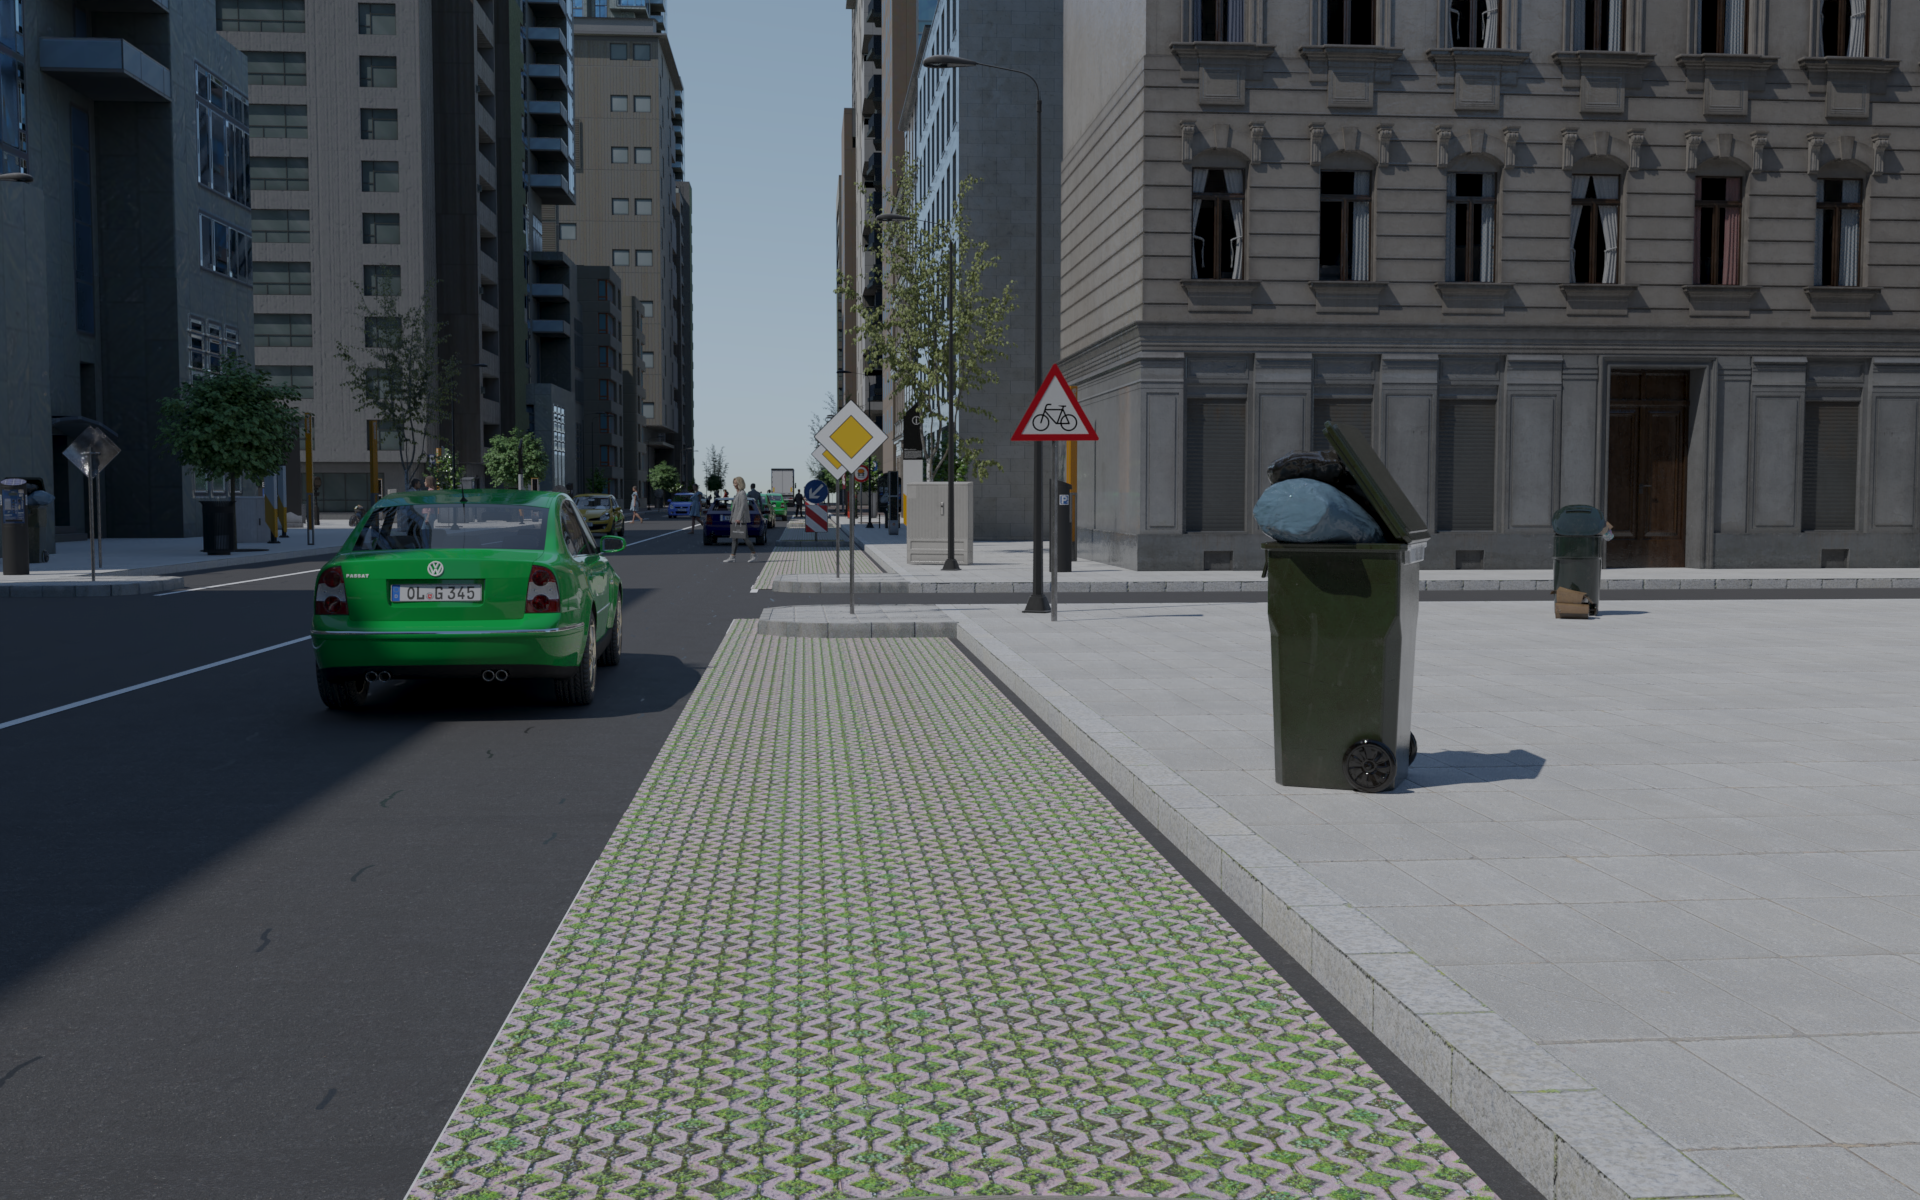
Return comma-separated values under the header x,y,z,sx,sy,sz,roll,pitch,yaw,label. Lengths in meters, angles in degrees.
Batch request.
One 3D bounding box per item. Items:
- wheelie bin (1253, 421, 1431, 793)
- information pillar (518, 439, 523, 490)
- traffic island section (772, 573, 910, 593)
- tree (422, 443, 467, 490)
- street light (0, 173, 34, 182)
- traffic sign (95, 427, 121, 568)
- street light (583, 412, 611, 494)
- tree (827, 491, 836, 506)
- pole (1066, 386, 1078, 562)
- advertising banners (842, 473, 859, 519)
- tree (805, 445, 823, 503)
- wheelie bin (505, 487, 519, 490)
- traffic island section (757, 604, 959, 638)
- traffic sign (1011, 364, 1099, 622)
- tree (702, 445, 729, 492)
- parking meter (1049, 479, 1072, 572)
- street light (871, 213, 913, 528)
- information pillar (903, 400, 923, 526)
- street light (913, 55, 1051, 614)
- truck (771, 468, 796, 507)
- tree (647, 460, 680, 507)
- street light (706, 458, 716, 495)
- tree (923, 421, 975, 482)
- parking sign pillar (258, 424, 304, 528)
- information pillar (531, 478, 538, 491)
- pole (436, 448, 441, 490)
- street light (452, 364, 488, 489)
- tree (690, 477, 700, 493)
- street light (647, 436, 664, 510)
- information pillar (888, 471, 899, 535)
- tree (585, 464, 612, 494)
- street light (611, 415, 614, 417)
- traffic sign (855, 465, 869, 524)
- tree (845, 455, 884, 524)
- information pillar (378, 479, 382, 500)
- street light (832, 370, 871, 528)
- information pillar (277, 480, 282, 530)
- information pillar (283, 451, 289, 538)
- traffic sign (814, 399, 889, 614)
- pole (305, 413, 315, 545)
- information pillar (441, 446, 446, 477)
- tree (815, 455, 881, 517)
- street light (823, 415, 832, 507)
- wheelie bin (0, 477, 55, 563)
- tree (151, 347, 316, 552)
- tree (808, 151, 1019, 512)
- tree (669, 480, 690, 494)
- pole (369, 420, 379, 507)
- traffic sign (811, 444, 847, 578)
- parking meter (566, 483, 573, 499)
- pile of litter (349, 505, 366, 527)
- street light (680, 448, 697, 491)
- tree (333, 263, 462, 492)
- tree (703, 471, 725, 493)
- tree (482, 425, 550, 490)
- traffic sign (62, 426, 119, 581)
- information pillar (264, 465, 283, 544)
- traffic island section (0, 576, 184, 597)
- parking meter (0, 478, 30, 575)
x,y,z,sx,sy,sz,roll,pitch,yaw,label
1.690,0.013,7.698,0.693,1.594,0.980,1,4,23,wheelie bin
-18.566,-5.008,73.239,0.183,3.616,0.504,0,4,-1,information pillar
-1.846,-0.258,26.502,2.009,0.180,2.903,0,4,-5,traffic island section
-19.795,-4.398,66.503,1.663,3.219,1.824,0,3,0,tree
-14.106,-3.219,25.170,1.470,5.913,1.316,0,4,-5,street light
-14.953,-1.766,30.064,0.795,2.450,0.064,0,4,-1,traffic sign
-20.743,-7.673,97.994,1.470,5.913,1.316,0,4,-5,street light
-14.057,-11.959,190.122,1.663,3.219,1.824,0,3,0,tree
2.119,-2.384,32.820,0.158,3.312,0.155,0,3,0,pole
-5.722,-5.727,89.821,0.090,3.025,2.074,-2,4,-27,advertising banners
-20.441,-18.578,254.105,4.360,8.622,3.978,0,3,0,tree
-20.450,-4.368,79.324,0.980,1.594,0.693,0,4,-3,wheelie bin
-1.135,0.228,18.548,2.009,0.180,2.903,0,4,-5,traffic island section
0.948,-1.063,17.382,0.884,2.594,0.081,0,4,0,traffic sign
-35.377,-18.434,251.752,4.737,8.622,4.395,0,3,0,tree
1.652,-1.226,28.457,0.372,1.533,0.369,0,3,0,parking meter
-0.689,-3.447,28.892,1.470,5.913,1.316,0,4,-5,street light
-1.126,-3.105,42.124,0.504,3.616,0.183,0,4,5,information pillar
0.305,-2.814,18.550,1.470,5.913,1.316,0,4,-5,street light
-19.746,-12.515,193.538,2.839,4.237,11.283,0,4,-5,truck
-28.756,-11.265,167.897,4.285,4.588,4.351,0,3,0,tree
-31.792,-15.197,221.012,1.470,5.913,1.316,0,4,-5,street light
-0.298,-3.117,45.564,1.663,3.219,1.824,0,3,0,tree
-25.759,-4.733,65.851,1.447,3.967,1.447,-1,4,-18,parking sign pillar
-19.643,-4.622,80.057,0.304,2.012,0.304,-1,4,-16,information pillar
-23.147,-5.086,77.001,0.158,3.312,0.155,0,3,0,pole
-17.506,-5.457,61.760,1.470,5.913,1.316,0,4,-5,street light
-29.776,-12.178,193.709,1.663,3.219,1.824,0,3,0,tree
-24.332,-10.145,138.417,1.470,5.913,1.316,0,4,-5,street light
-2.097,-3.053,54.411,0.304,2.012,0.304,-1,4,-10,information pillar
-23.129,-7.070,110.191,1.663,3.219,1.824,0,3,0,tree
-20.958,-7.883,101.421,1.470,5.913,1.316,0,4,-5,street light
-4.249,-4.547,74.448,0.768,2.556,0.104,0,4,-2,traffic sign
-3.971,-4.974,75.929,1.663,3.219,1.824,0,3,0,tree
-28.241,-4.874,84.175,0.304,2.012,0.304,-1,4,-22,information pillar
-3.940,-5.663,65.125,1.470,5.913,1.316,0,4,-5,street light
-24.482,-3.531,62.226,0.304,2.012,0.304,-3,5,-40,information pillar
-19.947,-3.644,50.935,0.183,3.616,0.504,-3,5,-40,information pillar
-1.158,-0.907,18.469,0.795,2.450,0.064,0,4,-5,traffic sign
-16.302,-3.032,43.414,0.158,3.312,0.155,0,3,0,pole
-25.176,-5.719,84.868,0.504,3.616,0.183,2,4,24,information pillar
-6.128,-6.991,98.015,4.285,4.588,4.351,0,3,0,tree
-7.385,-8.052,104.198,1.470,5.913,1.316,0,4,-5,street light
-17.328,-1.483,32.156,0.980,1.594,0.693,-1,4,-13,wheelie bin
-16.230,-3.372,38.847,4.285,4.588,4.351,0,3,0,tree
-0.635,-5.316,37.277,4.737,8.622,4.395,0,3,0,tree
-28.115,-10.833,171.724,1.663,3.219,1.824,0,3,0,tree
-16.247,-3.315,48.037,0.158,3.312,0.155,0,3,0,pole
-1.869,-1.393,26.423,0.795,2.450,0.064,0,4,-5,traffic sign
-20.524,-5.222,91.090,0.255,1.863,0.399,1,4,15,parking meter
-23.560,-3.350,68.746,1.176,0.858,1.719,2,4,26,pile of litter
-27.595,-12.361,174.648,1.470,5.913,1.316,0,4,-5,street light
-17.592,-6.395,54.914,4.360,8.622,3.978,0,3,0,tree
-34.110,-15.670,239.925,4.285,4.588,4.351,0,3,0,tree
-21.105,-6.047,82.576,4.285,4.588,4.351,0,3,0,tree
-12.772,-1.335,25.471,0.795,2.450,0.064,0,4,-5,traffic sign
-17.887,-3.277,44.932,0.504,3.616,0.183,3,4,38,information pillar
-12.795,-0.199,25.531,2.009,0.180,2.903,0,4,-5,traffic island section
-14.978,-1.164,27.443,0.372,1.533,0.369,0,3,0,parking meter
